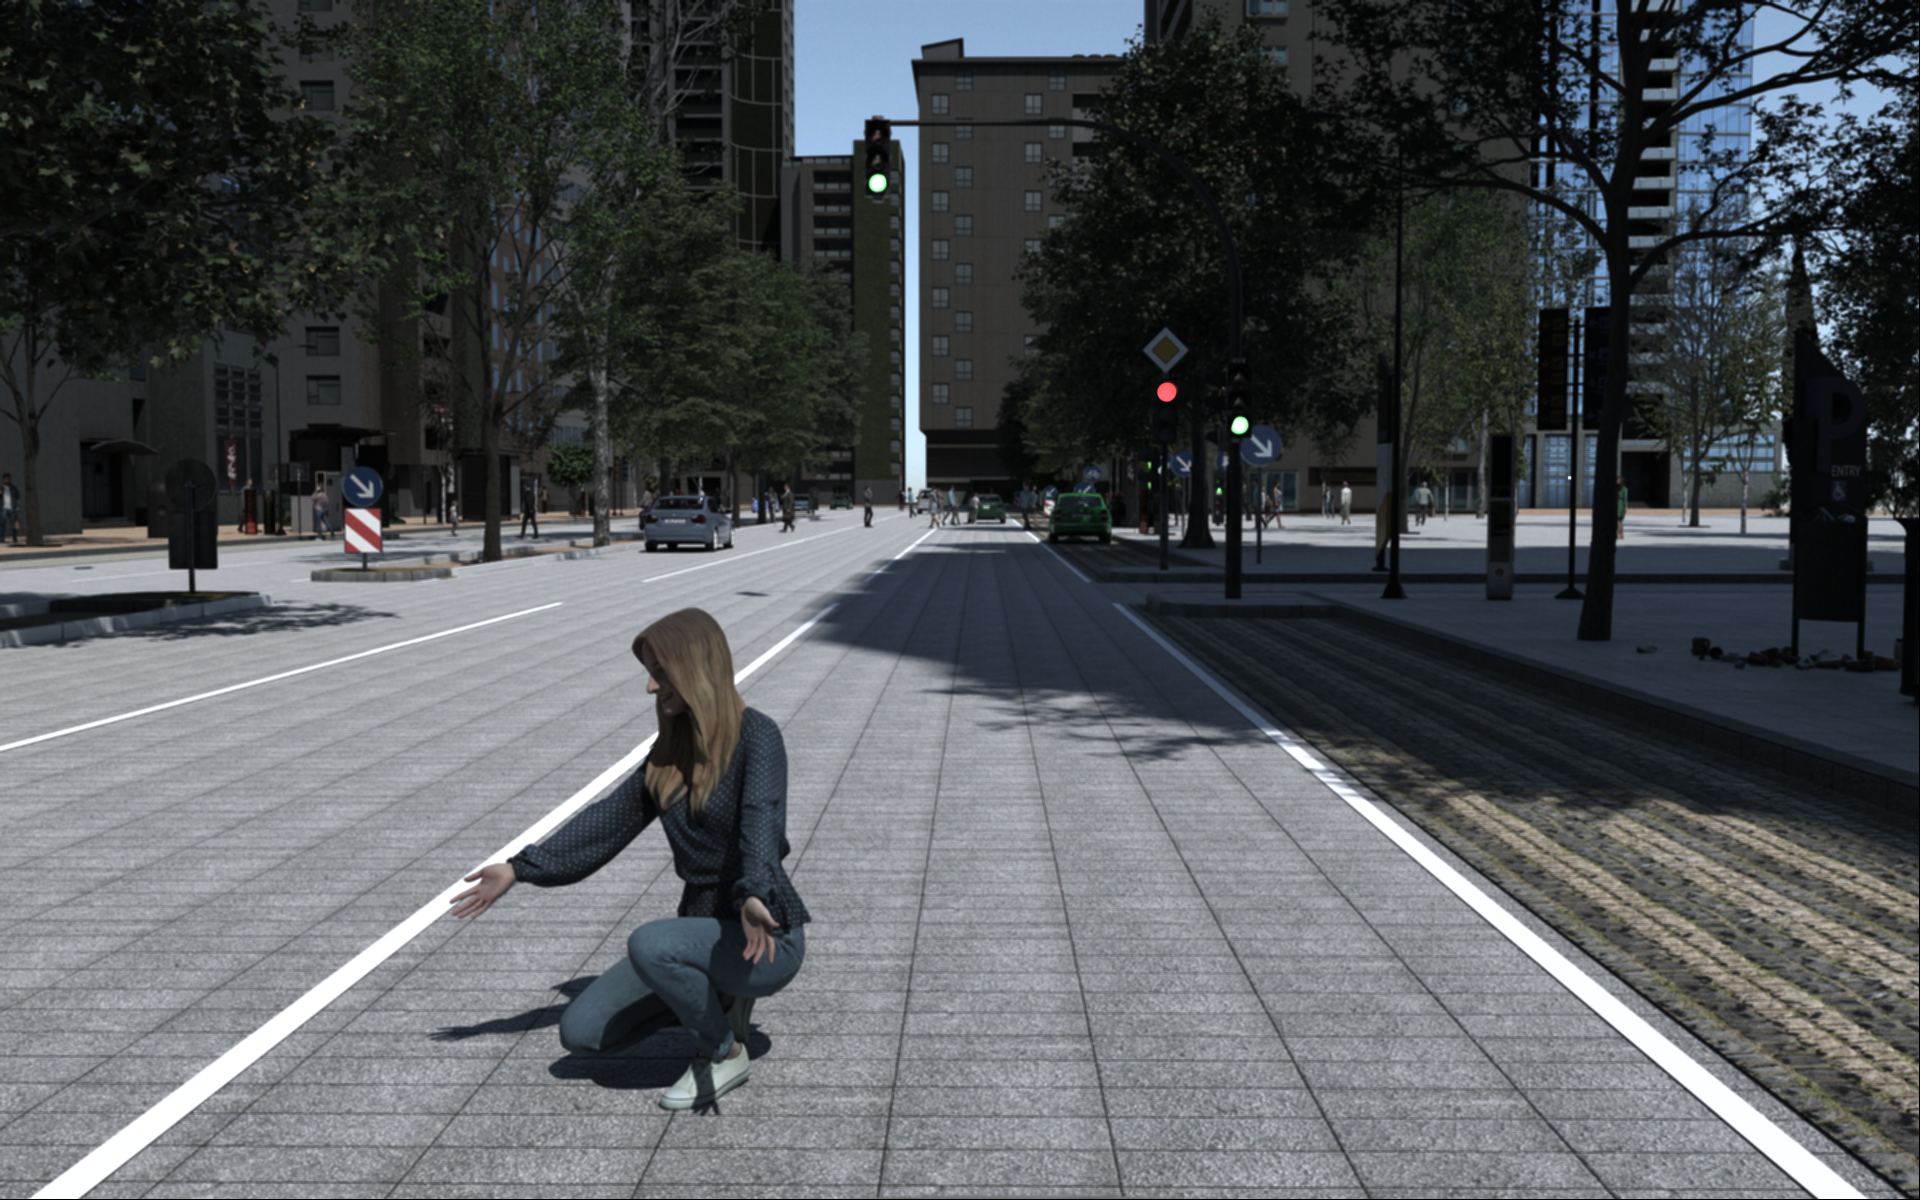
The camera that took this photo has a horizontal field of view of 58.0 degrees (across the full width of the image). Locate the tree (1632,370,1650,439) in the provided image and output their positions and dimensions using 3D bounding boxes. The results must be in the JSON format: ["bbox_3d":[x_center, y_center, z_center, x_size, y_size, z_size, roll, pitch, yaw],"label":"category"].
[{"bbox_3d":[32.320,-7.769,77.380,4.737,8.622,4.395,0,3,0],"label":"tree"}]

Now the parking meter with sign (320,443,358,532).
[{"bbox_3d":[-21.376,-3.828,58.845,1.738,3.016,0.543,-1,4,-11],"label":"parking meter with sign"}]

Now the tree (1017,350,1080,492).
[{"bbox_3d":[7.619,-11.526,114.200,9.928,11.665,9.643,0,3,0],"label":"tree"}]

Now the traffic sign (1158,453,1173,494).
[{"bbox_3d":[5.970,-3.132,51.319,0.768,2.556,0.104,0,4,5],"label":"traffic sign"}]

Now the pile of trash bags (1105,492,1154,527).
[{"bbox_3d":[6.808,-3.629,69.084,1.912,1.369,3.447,-1,4,-16],"label":"pile of trash bags"}]

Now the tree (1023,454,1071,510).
[{"bbox_3d":[8.321,-10.378,153.388,4.285,4.588,4.351,0,3,0],"label":"tree"}]

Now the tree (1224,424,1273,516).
[{"bbox_3d":[16.509,-9.143,99.852,4.737,8.622,4.395,0,3,0],"label":"tree"}]

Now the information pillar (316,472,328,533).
[{"bbox_3d":[-21.051,-3.219,57.124,0.304,2.012,0.304,-1,4,-12],"label":"information pillar"}]

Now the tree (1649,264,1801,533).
[{"bbox_3d":[25.710,-6.493,56.517,4.737,8.622,4.395,0,3,0],"label":"tree"}]

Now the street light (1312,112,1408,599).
[{"bbox_3d":[4.804,-2.974,21.162,1.470,5.913,1.316,0,4,1],"label":"street light"}]

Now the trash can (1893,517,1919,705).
[{"bbox_3d":[6.045,0.073,10.467,0.748,1.137,0.748,0,3,0],"label":"trash can"}]

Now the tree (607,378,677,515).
[{"bbox_3d":[-20.337,-9.657,108.253,4.737,8.622,4.395,0,3,0],"label":"tree"}]

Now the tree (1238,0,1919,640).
[{"bbox_3d":[5.925,-4.921,14.865,7.601,10.594,8.767,1,4,12],"label":"tree"}]

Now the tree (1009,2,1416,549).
[{"bbox_3d":[5.702,-7.579,40.917,9.611,12.733,9.660,0,3,0],"label":"tree"}]

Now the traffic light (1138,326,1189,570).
[{"bbox_3d":[3.430,-2.462,29.178,0.839,4.253,0.868,0,4,1],"label":"traffic light"}]

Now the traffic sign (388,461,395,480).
[{"bbox_3d":[-21.940,-4.037,66.105,0.768,2.556,0.104,1,4,10],"label":"traffic sign"}]

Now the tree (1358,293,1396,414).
[{"bbox_3d":[16.404,-6.900,63.175,4.737,8.622,4.395,0,3,0],"label":"tree"}]

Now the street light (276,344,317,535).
[{"bbox_3d":[-20.547,-4.958,53.609,1.470,5.913,1.316,0,4,1],"label":"street light"}]

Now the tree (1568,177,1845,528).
[{"bbox_3d":[28.522,-9.549,66.502,12.009,13.543,11.850,0,3,0],"label":"tree"}]

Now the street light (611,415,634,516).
[{"bbox_3d":[-19.817,-7.910,101.876,1.470,5.913,1.316,0,4,1],"label":"street light"}]

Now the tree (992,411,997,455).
[{"bbox_3d":[7.782,-16.542,177.108,9.857,13.997,8.962,0,3,0],"label":"tree"}]

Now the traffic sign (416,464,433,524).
[{"bbox_3d":[-22.821,-4.508,73.805,0.768,2.556,0.104,0,4,7],"label":"traffic sign"}]

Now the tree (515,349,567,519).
[{"bbox_3d":[-21.717,-8.411,87.889,4.360,8.622,3.978,0,3,0],"label":"tree"}]

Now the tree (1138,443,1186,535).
[{"bbox_3d":[6.400,-3.649,54.270,1.663,3.219,1.824,0,3,0],"label":"tree"}]

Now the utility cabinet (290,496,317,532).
[{"bbox_3d":[-21.890,-2.867,58.036,1.020,1.237,0.306,1,4,15],"label":"utility cabinet"}]

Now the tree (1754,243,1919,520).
[{"bbox_3d":[48.577,-11.432,88.735,13.155,14.587,18.604,-3,4,-38],"label":"tree"}]

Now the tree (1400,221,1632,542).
[{"bbox_3d":[14.567,-5.853,46.053,4.737,8.622,4.395,0,3,0],"label":"tree"}]

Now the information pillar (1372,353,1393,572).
[{"bbox_3d":[6.996,-2.276,28.573,0.183,3.616,0.504,0,4,-7],"label":"information pillar"}]

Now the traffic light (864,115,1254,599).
[{"bbox_3d":[1.239,-2.839,21.077,4.771,5.953,1.251,0,4,1],"label":"traffic light"}]

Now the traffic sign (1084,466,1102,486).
[{"bbox_3d":[5.900,-4.692,76.820,0.768,2.556,0.104,0,4,7],"label":"traffic sign"}]

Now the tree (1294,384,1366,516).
[{"bbox_3d":[21.505,-9.221,101.130,4.360,8.622,3.978,0,3,0],"label":"tree"}]

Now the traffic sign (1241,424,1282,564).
[{"bbox_3d":[5.496,-1.936,31.763,0.768,2.556,0.104,0,4,8],"label":"traffic sign"}]

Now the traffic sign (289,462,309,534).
[{"bbox_3d":[-20.960,-3.230,54.943,0.606,2.300,0.079,0,4,3],"label":"traffic sign"}]

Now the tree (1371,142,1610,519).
[{"bbox_3d":[28.135,-14.392,91.196,12.611,20.169,13.585,0,3,0],"label":"tree"}]

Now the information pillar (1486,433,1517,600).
[{"bbox_3d":[6.563,-1.009,20.995,0.304,2.012,0.304,1,4,21],"label":"information pillar"}]

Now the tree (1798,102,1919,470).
[{"bbox_3d":[28.104,-7.972,47.358,9.611,12.733,9.660,0,3,0],"label":"tree"}]

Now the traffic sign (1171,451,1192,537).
[{"bbox_3d":[6.599,-3.120,51.123,0.768,2.556,0.104,0,4,4],"label":"traffic sign"}]

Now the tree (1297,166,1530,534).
[{"bbox_3d":[14.128,-7.925,55.334,9.928,11.665,9.643,0,3,0],"label":"tree"}]

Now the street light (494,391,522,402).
[{"bbox_3d":[-20.351,-6.442,77.868,1.470,5.913,1.316,0,4,1],"label":"street light"}]

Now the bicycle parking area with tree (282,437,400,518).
[{"bbox_3d":[-31.230,-5.886,83.237,8.231,4.147,9.016,0,4,0],"label":"bicycle parking area with tree"}]

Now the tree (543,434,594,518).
[{"bbox_3d":[-21.043,-6.742,93.942,4.285,4.588,4.351,0,3,0],"label":"tree"}]

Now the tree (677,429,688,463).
[{"bbox_3d":[-21.253,-10.761,126.312,4.737,8.622,4.395,0,3,0],"label":"tree"}]

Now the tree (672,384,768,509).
[{"bbox_3d":[-20.300,-14.766,151.794,12.009,13.543,11.850,0,3,0],"label":"tree"}]

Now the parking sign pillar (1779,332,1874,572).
[{"bbox_3d":[14.624,-2.487,29.129,1.447,3.967,1.447,-2,4,-24],"label":"parking sign pillar"}]

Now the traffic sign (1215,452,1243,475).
[{"bbox_3d":[7.417,-2.915,47.758,0.768,2.556,0.104,0,4,4],"label":"traffic sign"}]

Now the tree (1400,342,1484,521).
[{"bbox_3d":[22.696,-8.018,81.453,4.360,8.622,3.978,0,3,0],"label":"tree"}]

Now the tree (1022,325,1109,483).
[{"bbox_3d":[7.416,-11.144,100.328,7.486,12.596,7.792,0,3,0],"label":"tree"}]

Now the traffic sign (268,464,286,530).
[{"bbox_3d":[-23.150,-3.461,58.721,0.606,2.300,0.079,0,4,4],"label":"traffic sign"}]

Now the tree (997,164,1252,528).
[{"bbox_3d":[6.626,-9.692,65.113,9.857,13.997,8.962,0,3,0],"label":"tree"}]
